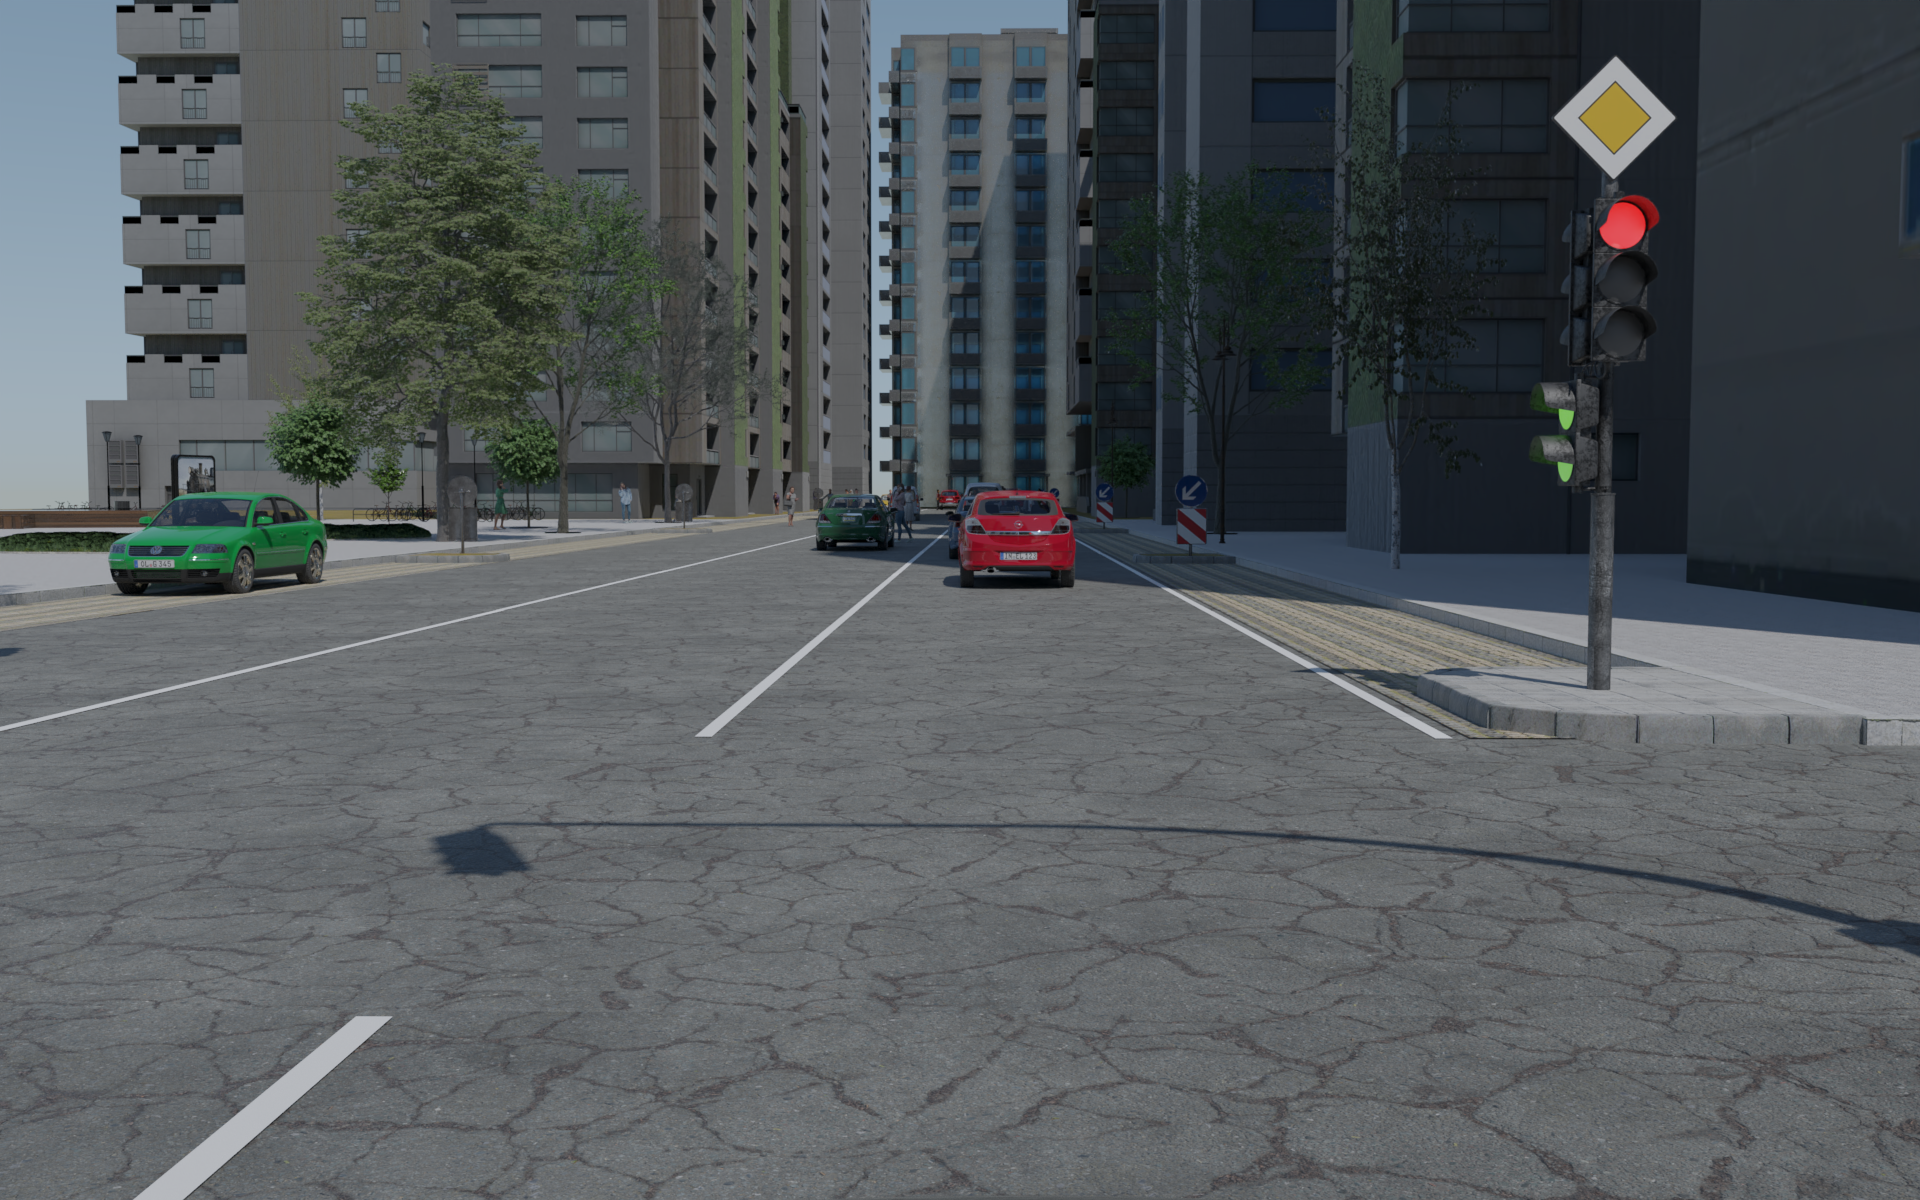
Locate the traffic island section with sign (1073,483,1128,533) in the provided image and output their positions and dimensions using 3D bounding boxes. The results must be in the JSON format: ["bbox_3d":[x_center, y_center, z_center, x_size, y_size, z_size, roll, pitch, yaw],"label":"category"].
[{"bbox_3d":[5.157,-3.369,63.718,1.989,1.847,2.006,0,4,1],"label":"traffic island section with sign"}]

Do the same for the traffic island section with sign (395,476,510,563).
[{"bbox_3d":[-10.649,-1.714,36.648,1.989,1.847,2.006,0,4,1],"label":"traffic island section with sign"}]

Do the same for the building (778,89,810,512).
[{"bbox_3d":[-18.470,-21.475,122.821,14.160,30.474,14.107,0,4,1],"label":"building"}]

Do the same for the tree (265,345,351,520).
[{"bbox_3d":[-31.212,-8.164,83.842,4.737,8.622,4.395,0,3,0],"label":"tree"}]

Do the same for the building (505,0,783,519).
[{"bbox_3d":[-18.959,-25.929,107.536,14.154,41.232,14.086,0,4,1],"label":"building"}]

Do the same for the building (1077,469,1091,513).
[{"bbox_3d":[24.734,-26.275,121.485,32.217,40.220,23.993,0,4,1],"label":"building"}]

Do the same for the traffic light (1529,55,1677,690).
[{"bbox_3d":[4.178,-1.367,11.269,0.839,4.253,0.868,0,4,1],"label":"traffic light"}]

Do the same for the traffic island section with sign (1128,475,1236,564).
[{"bbox_3d":[4.654,-1.693,36.309,1.989,1.847,2.006,0,4,1],"label":"traffic island section with sign"}]

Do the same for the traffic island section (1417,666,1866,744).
[{"bbox_3d":[4.218,0.667,11.383,2.009,0.180,2.903,0,4,1],"label":"traffic island section"}]

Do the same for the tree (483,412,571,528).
[{"bbox_3d":[-16.282,-4.986,65.242,4.285,4.588,4.351,0,3,0],"label":"tree"}]

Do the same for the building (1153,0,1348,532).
[{"bbox_3d":[18.801,-32.362,71.124,21.231,58.520,28.212,0,4,1],"label":"building"}]

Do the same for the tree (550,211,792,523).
[{"bbox_3d":[-12.984,-10.136,76.098,12.009,13.543,11.850,0,3,0],"label":"tree"}]

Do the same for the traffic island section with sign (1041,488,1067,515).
[{"bbox_3d":[6.050,-6.410,113.439,1.989,1.847,2.006,0,4,1],"label":"traffic island section with sign"}]

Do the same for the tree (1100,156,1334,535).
[{"bbox_3d":[8.223,-7.889,54.740,9.928,11.665,9.643,0,3,0],"label":"tree"}]

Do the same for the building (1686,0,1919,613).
[{"bbox_3d":[20.897,-24.176,18.978,21.600,48.544,21.300,0,4,1],"label":"building"}]

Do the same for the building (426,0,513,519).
[{"bbox_3d":[-19.531,-25.067,93.446,14.154,41.232,14.086,0,4,1],"label":"building"}]

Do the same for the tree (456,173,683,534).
[{"bbox_3d":[-12.852,-7.974,56.126,9.928,11.665,9.643,0,3,0],"label":"tree"}]

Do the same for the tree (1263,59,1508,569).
[{"bbox_3d":[7.339,-4.825,29.249,4.360,8.622,3.978,0,3,0],"label":"tree"}]

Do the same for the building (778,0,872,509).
[{"bbox_3d":[-23.407,-38.995,179.567,28.212,58.520,21.231,0,4,1],"label":"building"}]

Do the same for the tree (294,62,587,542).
[{"bbox_3d":[-13.453,-7.830,46.151,7.486,12.596,7.792,0,3,0],"label":"tree"}]

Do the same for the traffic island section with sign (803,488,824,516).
[{"bbox_3d":[-9.274,-6.440,113.922,1.989,1.847,2.006,0,4,1],"label":"traffic island section with sign"}]

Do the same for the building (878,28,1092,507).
[{"bbox_3d":[7.046,-34.340,181.061,30.456,49.044,23.786,0,4,1],"label":"building"}]

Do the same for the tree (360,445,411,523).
[{"bbox_3d":[-21.943,-4.416,66.803,1.663,3.219,1.824,0,3,0],"label":"tree"}]

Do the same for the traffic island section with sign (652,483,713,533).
[{"bbox_3d":[-10.169,-3.367,63.675,1.989,1.847,2.006,0,4,1],"label":"traffic island section with sign"}]

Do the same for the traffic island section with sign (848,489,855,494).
[{"bbox_3d":[-8.787,-8.089,140.874,1.989,1.847,2.006,0,4,1],"label":"traffic island section with sign"}]

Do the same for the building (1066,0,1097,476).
[{"bbox_3d":[23.046,-34.117,147.053,28.713,52.752,27.495,0,4,1],"label":"building"}]

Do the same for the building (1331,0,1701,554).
[{"bbox_3d":[16.475,-21.957,42.594,14.154,41.232,14.086,0,4,1],"label":"building"}]

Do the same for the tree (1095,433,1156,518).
[{"bbox_3d":[8.927,-6.646,92.382,4.285,4.588,4.351,0,3,0],"label":"tree"}]

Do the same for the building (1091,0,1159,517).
[{"bbox_3d":[14.770,-20.259,102.942,14.160,30.474,14.107,0,4,1],"label":"building"}]

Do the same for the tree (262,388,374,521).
[{"bbox_3d":[-19.819,-4.279,53.670,4.285,4.588,4.351,0,3,0],"label":"tree"}]

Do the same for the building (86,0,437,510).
[{"bbox_3d":[-54.581,-34.197,148.361,27.495,52.752,28.713,0,4,1],"label":"building"}]

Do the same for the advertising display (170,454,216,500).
[{"bbox_3d":[-12.598,-1.425,28.508,0.123,1.923,0.974,1,4,13],"label":"advertising display"}]
